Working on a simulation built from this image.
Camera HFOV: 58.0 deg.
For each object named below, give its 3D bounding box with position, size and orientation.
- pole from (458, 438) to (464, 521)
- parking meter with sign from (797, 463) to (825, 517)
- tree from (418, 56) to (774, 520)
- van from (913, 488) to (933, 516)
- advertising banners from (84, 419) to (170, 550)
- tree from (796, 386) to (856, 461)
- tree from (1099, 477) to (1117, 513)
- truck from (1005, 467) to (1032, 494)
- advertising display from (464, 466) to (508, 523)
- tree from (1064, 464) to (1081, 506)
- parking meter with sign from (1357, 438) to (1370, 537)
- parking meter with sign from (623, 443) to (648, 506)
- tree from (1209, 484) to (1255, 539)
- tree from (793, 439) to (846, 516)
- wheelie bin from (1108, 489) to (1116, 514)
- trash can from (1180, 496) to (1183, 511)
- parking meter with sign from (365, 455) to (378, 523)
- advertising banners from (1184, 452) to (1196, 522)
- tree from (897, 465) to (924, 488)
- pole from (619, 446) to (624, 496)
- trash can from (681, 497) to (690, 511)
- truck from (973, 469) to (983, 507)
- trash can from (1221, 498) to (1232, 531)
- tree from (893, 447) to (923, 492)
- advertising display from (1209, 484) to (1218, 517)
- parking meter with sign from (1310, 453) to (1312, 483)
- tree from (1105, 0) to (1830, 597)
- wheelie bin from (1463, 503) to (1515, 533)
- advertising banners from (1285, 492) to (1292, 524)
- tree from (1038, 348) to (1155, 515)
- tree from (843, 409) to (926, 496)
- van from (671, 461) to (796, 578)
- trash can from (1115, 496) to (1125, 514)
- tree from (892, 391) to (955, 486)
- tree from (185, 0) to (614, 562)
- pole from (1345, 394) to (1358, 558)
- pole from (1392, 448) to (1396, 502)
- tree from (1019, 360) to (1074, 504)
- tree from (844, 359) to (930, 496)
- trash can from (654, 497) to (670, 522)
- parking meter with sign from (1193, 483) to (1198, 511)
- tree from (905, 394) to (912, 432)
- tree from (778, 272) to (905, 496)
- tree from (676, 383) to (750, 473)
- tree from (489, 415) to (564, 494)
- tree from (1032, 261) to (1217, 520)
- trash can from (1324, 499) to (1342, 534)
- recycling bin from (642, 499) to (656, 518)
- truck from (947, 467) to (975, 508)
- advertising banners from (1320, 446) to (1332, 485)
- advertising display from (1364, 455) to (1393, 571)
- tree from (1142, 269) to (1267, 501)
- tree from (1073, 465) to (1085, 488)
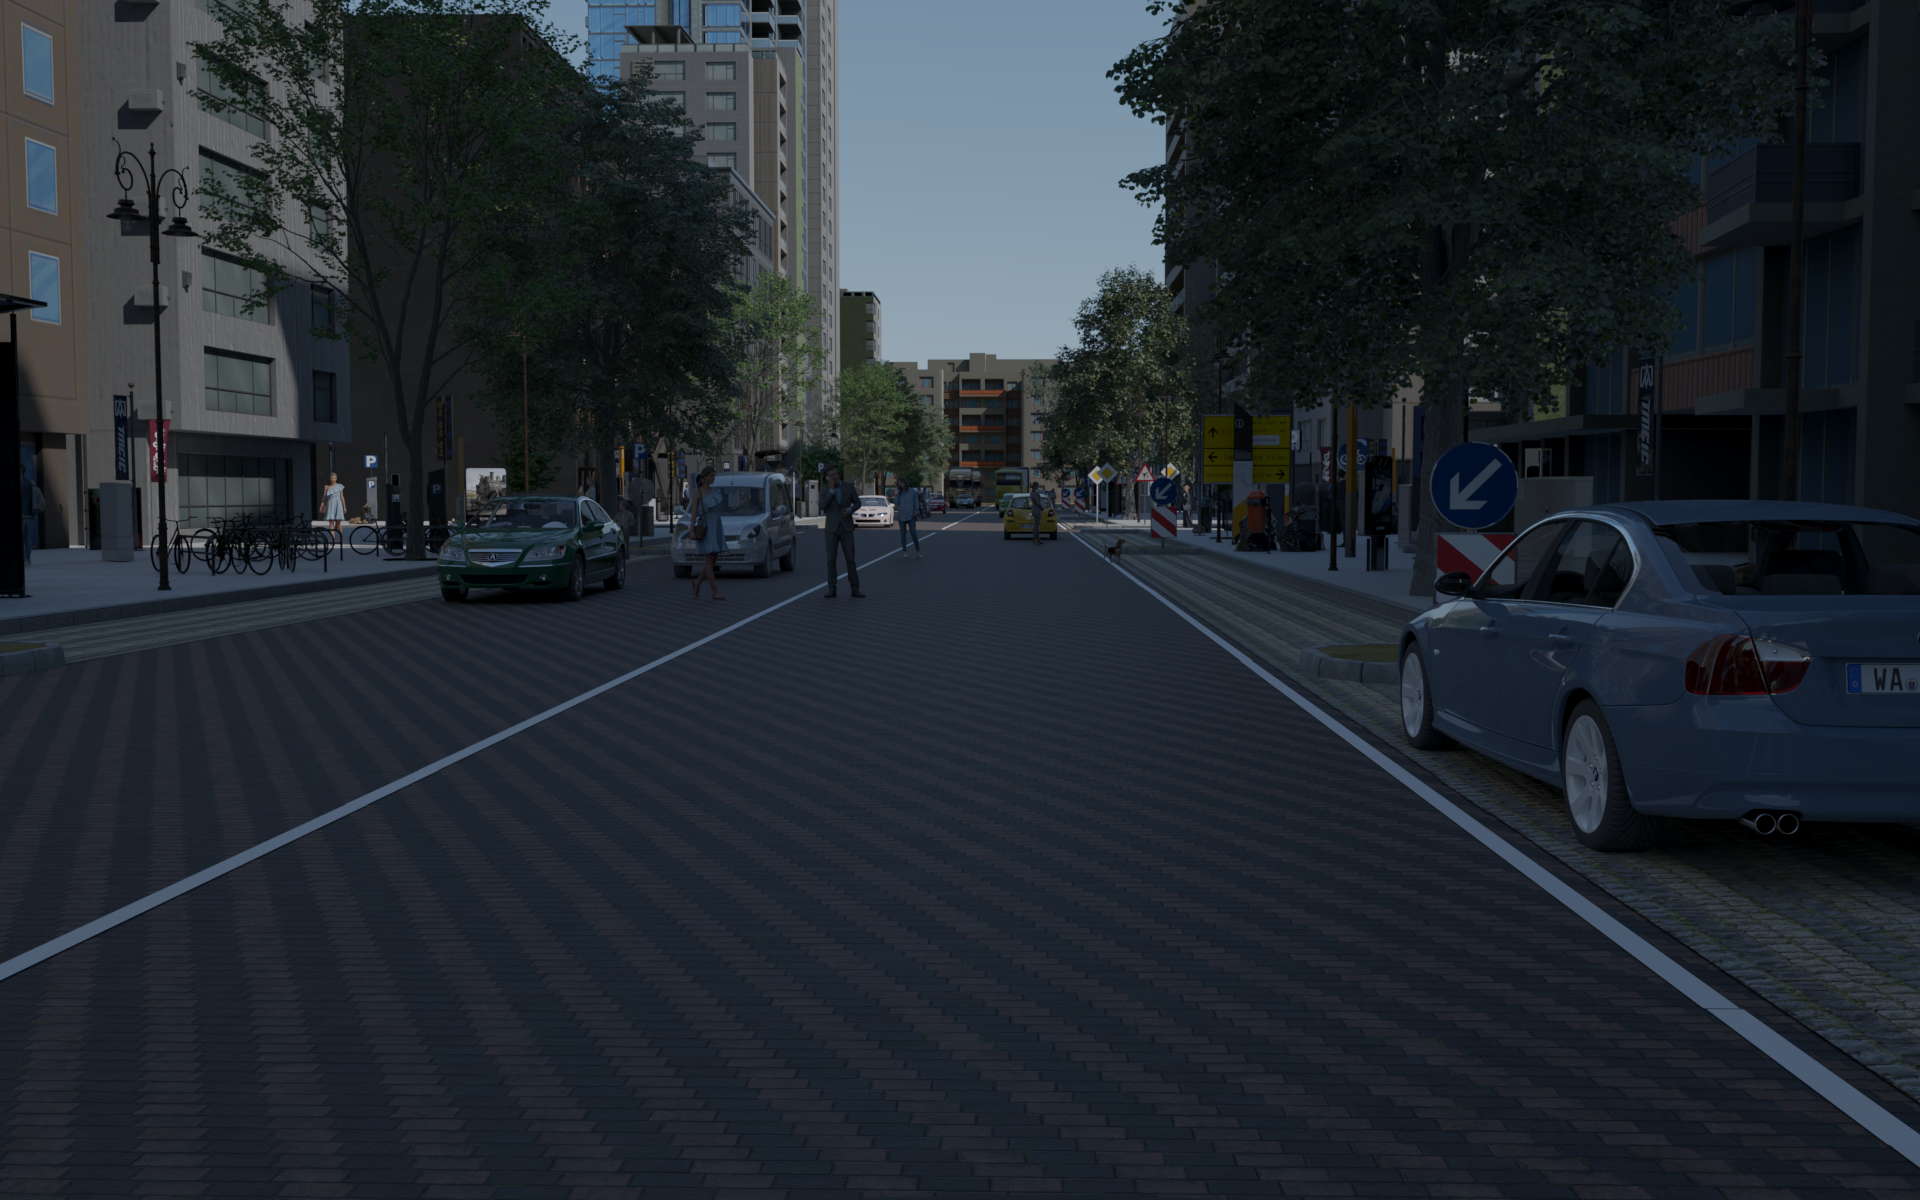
[{"bbox_3d":[-18.017,-4.204,62.579,0.158,3.312,0.155,0,3,0],"label":"pole"},{"bbox_3d":[-8.220,-6.061,95.362,0.543,3.016,1.738,3,5,42],"label":"parking meter with sign"},{"bbox_3d":[-10.250,-8.742,49.585,9.857,13.997,8.962,0,3,0],"label":"tree"},{"bbox_3d":[-2.761,-6.491,113.132,2.013,2.044,4.112,0,4,1],"label":"van"},{"bbox_3d":[-19.260,-2.689,40.152,0.090,3.025,2.074,3,4,37],"label":"advertising banners"},{"bbox_3d":[-9.282,-10.317,119.044,4.360,8.622,3.978,0,3,0],"label":"tree"},{"bbox_3d":[10.583,-7.632,119.383,1.663,3.219,1.824,0,3,0],"label":"tree"},{"bbox_3d":[6.149,-11.975,184.701,2.839,4.237,11.283,0,4,3],"label":"truck"},{"bbox_3d":[-10.952,-2.132,40.065,0.974,1.923,0.123,-1,4,-22],"label":"advertising display"},{"bbox_3d":[13.037,-16.189,190.444,9.928,11.665,9.643,0,3,0],"label":"tree"},{"bbox_3d":[12.470,-3.470,52.991,0.543,3.016,1.738,0,4,-5],"label":"parking meter with sign"},{"bbox_3d":[-11.294,-3.882,59.734,0.543,3.016,1.738,-2,4,-28],"label":"parking meter with sign"},{"bbox_3d":[7.531,-3.346,49.310,1.663,3.219,1.824,0,3,0],"label":"tree"},{"bbox_3d":[-8.389,-7.289,102.882,4.285,4.588,4.351,0,3,0],"label":"tree"},{"bbox_3d":[10.048,-6.482,113.896,0.693,1.594,0.980,2,4,25],"label":"wheelie bin"},{"bbox_3d":[17.037,-7.401,132.666,0.748,1.137,0.748,0,3,0],"label":"trash can"},{"bbox_3d":[-26.217,-4.945,77.107,0.543,3.016,1.738,-1,4,-17],"label":"parking meter with sign"},{"bbox_3d":[9.601,-4.652,72.250,0.090,3.025,2.074,0,4,-4],"label":"advertising banners"},{"bbox_3d":[-5.531,-12.673,190.921,4.285,4.588,4.351,0,3,0],"label":"tree"},{"bbox_3d":[-14.507,-4.920,74.285,0.158,3.312,0.155,0,3,0],"label":"pole"},{"bbox_3d":[-11.531,-3.812,73.985,0.748,1.137,0.748,0,3,0],"label":"trash can"},{"bbox_3d":[1.238,-12.848,198.979,2.839,4.237,11.283,0,4,0],"label":"truck"},{"bbox_3d":[9.406,-2.969,60.200,0.748,1.137,0.748,0,3,0],"label":"trash can"},{"bbox_3d":[-6.150,-14.257,183.456,4.737,8.622,4.395,0,3,0],"label":"tree"},{"bbox_3d":[14.071,-5.555,96.038,0.123,1.923,0.974,2,4,33],"label":"advertising display"},{"bbox_3d":[15.494,-4.654,72.360,1.738,3.016,0.543,1,4,14],"label":"parking meter with sign"},{"bbox_3d":[6.017,-7.032,21.630,9.857,13.997,8.962,0,3,0],"label":"tree"},{"bbox_3d":[8.582,-1.241,28.196,0.980,1.594,0.693,0,4,4],"label":"wheelie bin"},{"bbox_3d":[13.764,-4.706,73.124,2.074,3.025,0.090,-3,5,-41],"label":"advertising banners"},{"bbox_3d":[9.789,-10.392,104.326,7.601,10.594,8.767,-2,4,-29],"label":"tree"},{"bbox_3d":[-7.127,-13.781,159.724,8.767,10.594,7.601,0,4,7],"label":"tree"},{"bbox_3d":[-4.000,-1.467,30.998,2.013,2.044,4.112,0,4,3],"label":"van"},{"bbox_3d":[10.278,-6.081,111.082,0.748,1.137,0.748,0,3,0],"label":"trash can"},{"bbox_3d":[-5.206,-18.719,212.715,9.857,13.997,8.962,0,3,0],"label":"tree"},{"bbox_3d":[-10.497,-6.552,32.875,9.928,11.665,9.643,0,3,0],"label":"tree"},{"bbox_3d":[7.909,-2.517,34.994,0.158,3.312,0.155,0,3,0],"label":"pole"},{"bbox_3d":[19.148,-5.056,76.507,0.158,3.312,0.155,0,3,0],"label":"pole"},{"bbox_3d":[14.659,-22.449,222.924,12.611,20.169,13.585,0,3,0],"label":"tree"},{"bbox_3d":[-6.151,-13.947,146.162,7.486,12.596,7.792,0,3,0],"label":"tree"},{"bbox_3d":[-13.744,-4.177,79.940,0.748,1.137,0.748,0,3,0],"label":"trash can"},{"bbox_3d":[16.111,-7.302,115.653,0.543,3.016,1.738,3,5,40],"label":"parking meter with sign"},{"bbox_3d":[-7.353,-12.654,132.647,9.928,11.665,9.643,0,3,0],"label":"tree"},{"bbox_3d":[-9.518,-9.369,78.936,9.928,11.665,9.643,0,3,0],"label":"tree"},{"bbox_3d":[-14.880,-9.447,104.820,4.360,8.622,3.978,0,3,0],"label":"tree"},{"bbox_3d":[-10.517,-2.906,42.109,1.663,3.219,1.824,0,3,0],"label":"tree"},{"bbox_3d":[8.335,-10.301,85.432,9.611,12.733,9.660,0,3,0],"label":"tree"},{"bbox_3d":[12.054,-2.696,55.737,0.748,1.137,0.748,0,3,0],"label":"trash can"},{"bbox_3d":[-16.638,-4.943,93.374,0.722,1.027,0.722,-3,5,-41],"label":"recycling bin"},{"bbox_3d":[0.091,-11.656,179.489,2.839,4.237,11.283,0,4,0],"label":"truck"},{"bbox_3d":[14.018,-4.103,63.277,2.074,3.025,0.090,3,5,44],"label":"advertising banners"},{"bbox_3d":[7.015,-1.458,29.044,0.123,1.923,0.974,2,4,34],"label":"advertising display"},{"bbox_3d":[8.241,-6.550,57.459,4.360,8.622,3.978,0,3,0],"label":"tree"},{"bbox_3d":[12.421,-13.830,176.486,4.360,8.622,3.978,0,3,0],"label":"tree"}]
